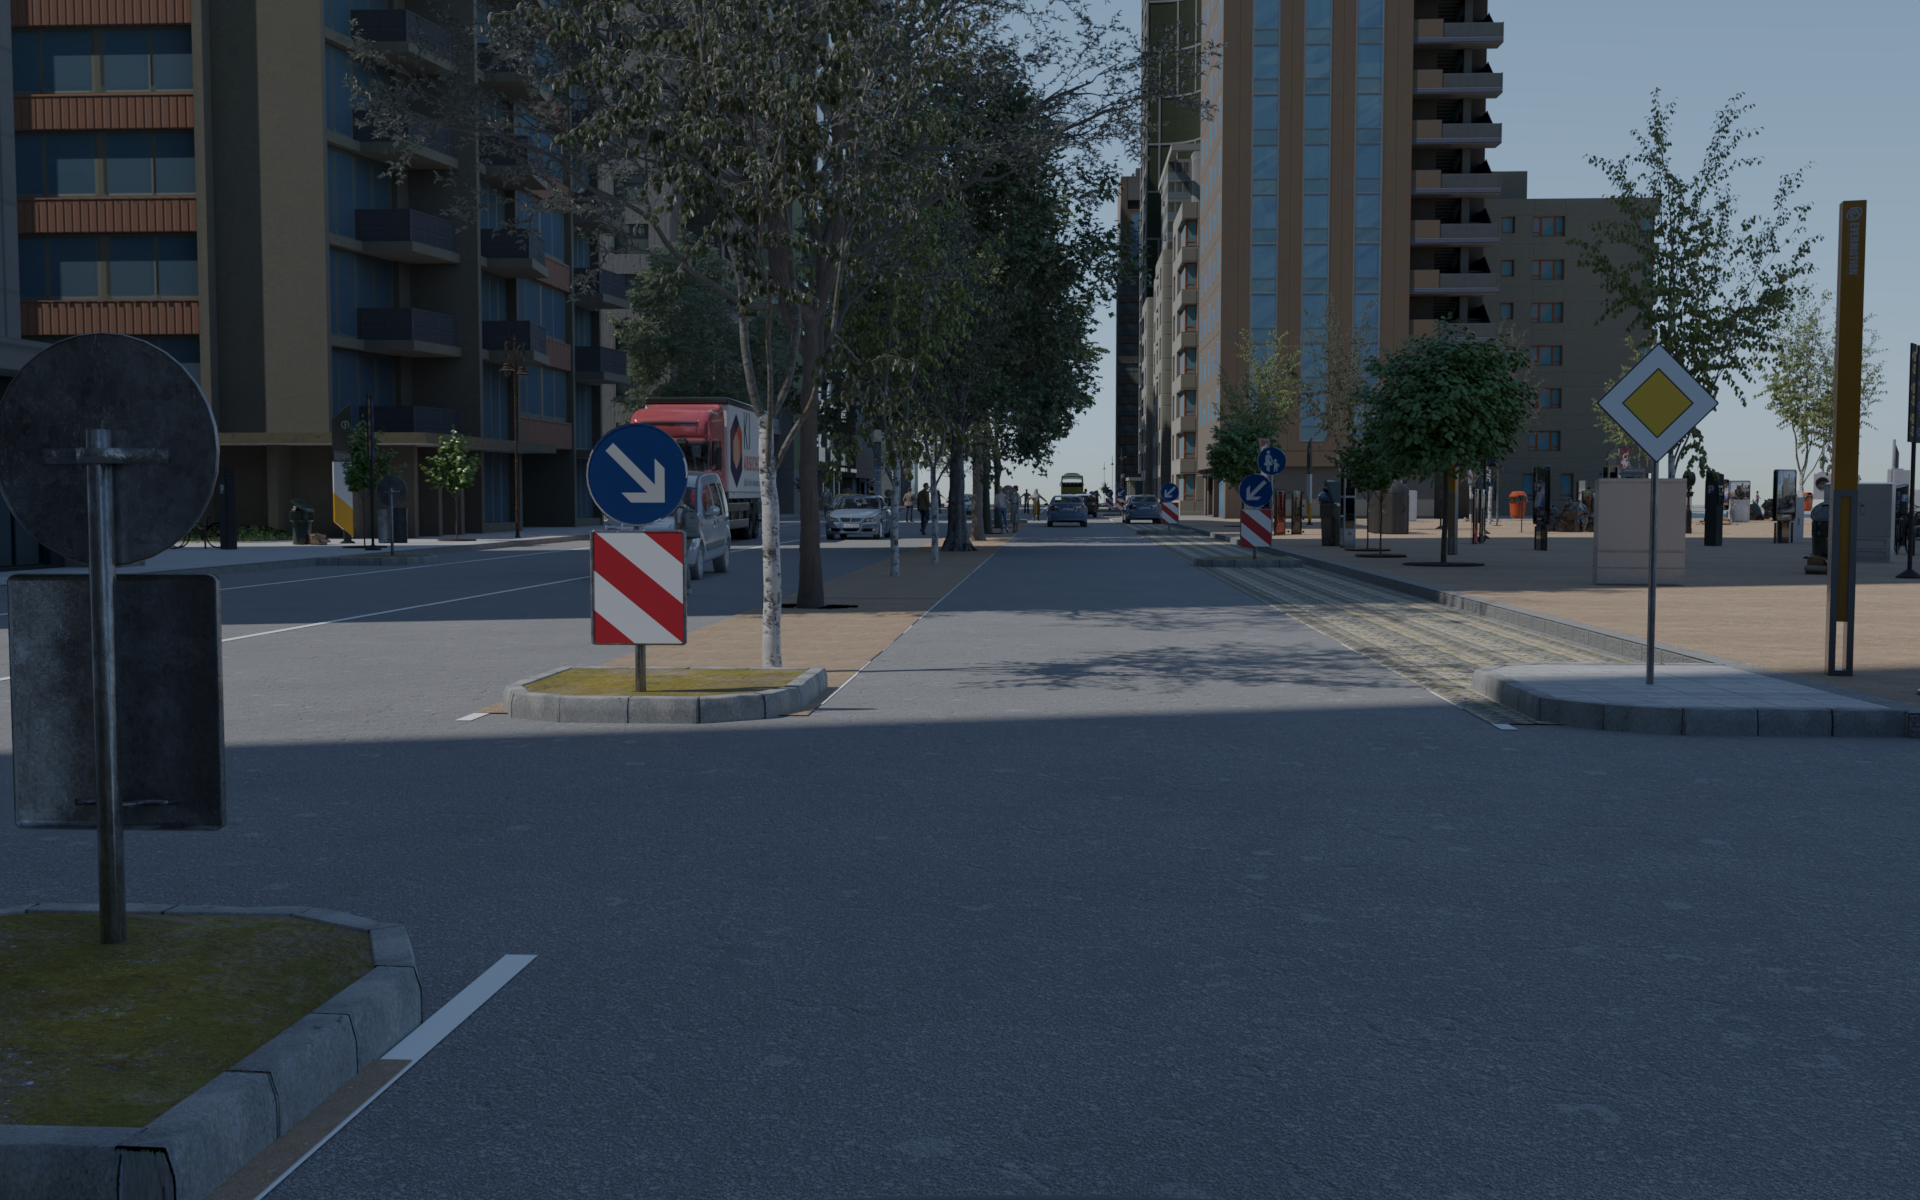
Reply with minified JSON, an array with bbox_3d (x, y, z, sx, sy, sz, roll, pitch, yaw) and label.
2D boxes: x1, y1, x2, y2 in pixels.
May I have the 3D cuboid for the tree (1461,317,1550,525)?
[{"bbox_3d":[22.493,-7.497,72.937,4.360,8.622,3.978,0,3,0],"label":"tree"}]

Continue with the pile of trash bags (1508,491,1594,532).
[{"bbox_3d":[20.154,-2.987,58.583,3.447,1.369,1.912,-1,4,-13],"label":"pile of trash bags"}]

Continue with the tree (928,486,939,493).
[{"bbox_3d":[-3.318,-14.044,224.228,1.663,3.219,1.824,0,3,0],"label":"tree"}]

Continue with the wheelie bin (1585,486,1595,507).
[{"bbox_3d":[24.421,-3.597,66.723,0.693,1.594,0.980,-2,4,-24],"label":"wheelie bin"}]

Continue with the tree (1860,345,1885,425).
[{"bbox_3d":[28.684,-6.621,58.618,4.737,8.622,4.395,0,3,0],"label":"tree"}]

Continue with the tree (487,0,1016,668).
[{"bbox_3d":[-1.492,-3.698,13.281,4.360,8.622,3.978,0,3,0],"label":"tree"}]

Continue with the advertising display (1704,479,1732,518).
[{"bbox_3d":[32.594,-4.242,74.578,0.974,1.923,0.123,2,4,31],"label":"advertising display"}]

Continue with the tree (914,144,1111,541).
[{"bbox_3d":[0.626,-8.044,52.105,7.486,12.596,7.792,0,3,0],"label":"tree"}]

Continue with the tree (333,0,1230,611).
[{"bbox_3d":[-1.896,-6.643,21.439,12.009,13.543,11.850,0,3,0],"label":"tree"}]

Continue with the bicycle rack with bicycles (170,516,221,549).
[{"bbox_3d":[-18.862,-1.632,40.066,2.925,0.926,2.852,1,4,12],"label":"bicycle rack with bicycles"}]

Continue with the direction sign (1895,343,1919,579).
[{"bbox_3d":[14.484,-2.099,26.316,0.379,3.537,0.876,3,4,39],"label":"direction sign"}]

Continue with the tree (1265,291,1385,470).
[{"bbox_3d":[13.680,-6.824,61.936,4.360,8.622,3.978,0,3,0],"label":"tree"}]

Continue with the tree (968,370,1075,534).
[{"bbox_3d":[1.500,-8.785,71.845,9.928,11.665,9.643,0,3,0],"label":"tree"}]

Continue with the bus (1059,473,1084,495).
[{"bbox_3d":[12.913,-12.739,199.833,2.896,3.916,12.252,0,4,3],"label":"bus"}]

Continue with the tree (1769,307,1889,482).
[{"bbox_3d":[34.060,-7.161,67.451,4.360,8.622,3.978,0,3,0],"label":"tree"}]

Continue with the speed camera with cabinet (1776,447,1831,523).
[{"bbox_3d":[35.743,-4.831,73.324,2.038,3.252,0.660,2,4,27],"label":"speed camera with cabinet"}]

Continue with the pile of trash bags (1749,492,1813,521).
[{"bbox_3d":[39.884,-4.537,83.932,3.447,1.369,1.912,-1,4,-17],"label":"pile of trash bags"}]

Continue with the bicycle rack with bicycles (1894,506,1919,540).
[{"bbox_3d":[29.228,-2.373,52.183,2.852,0.926,2.925,1,4,8],"label":"bicycle rack with bicycles"}]

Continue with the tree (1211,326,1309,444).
[{"bbox_3d":[13.127,-7.627,75.062,4.737,8.622,4.395,0,3,0],"label":"tree"}]

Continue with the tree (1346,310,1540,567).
[{"bbox_3d":[8.637,-2.897,31.078,4.285,4.588,4.351,0,3,0],"label":"tree"}]

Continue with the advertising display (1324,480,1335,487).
[{"bbox_3d":[17.050,-4.565,79.849,0.123,1.923,0.974,3,4,37],"label":"advertising display"}]

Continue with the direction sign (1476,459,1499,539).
[{"bbox_3d":[15.023,-3.523,49.598,0.379,3.537,0.876,-2,4,-29],"label":"direction sign"}]

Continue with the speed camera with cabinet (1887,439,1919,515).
[{"bbox_3d":[33.801,-4.131,61.875,0.660,3.252,2.038,1,4,8],"label":"speed camera with cabinet"}]

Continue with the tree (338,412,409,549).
[{"bbox_3d":[-14.216,-2.842,41.071,1.663,3.219,1.824,0,3,0],"label":"tree"}]

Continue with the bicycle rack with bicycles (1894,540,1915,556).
[{"bbox_3d":[19.768,-1.456,37.183,2.852,0.926,2.925,3,4,36],"label":"bicycle rack with bicycles"}]

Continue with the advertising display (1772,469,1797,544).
[{"bbox_3d":[21.458,-2.439,45.086,0.974,1.923,0.123,-3,4,-37],"label":"advertising display"}]

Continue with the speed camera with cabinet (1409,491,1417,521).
[{"bbox_3d":[20.841,-5.394,82.529,0.660,3.252,2.038,-2,4,-32],"label":"speed camera with cabinet"}]

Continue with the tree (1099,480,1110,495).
[{"bbox_3d":[20.341,-15.143,242.191,1.663,3.219,1.824,0,3,0],"label":"tree"}]

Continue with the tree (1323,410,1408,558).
[{"bbox_3d":[8.461,-2.488,35.286,1.663,3.219,1.824,0,3,0],"label":"tree"}]

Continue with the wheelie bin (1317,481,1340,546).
[{"bbox_3d":[9.259,-2.133,42.777,0.980,1.594,0.693,-1,4,-23],"label":"wheelie bin"}]

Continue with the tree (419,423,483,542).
[{"bbox_3d":[-13.874,-3.216,47.182,1.663,3.219,1.824,0,3,0],"label":"tree"}]

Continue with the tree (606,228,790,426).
[{"bbox_3d":[-12.262,-10.785,82.986,9.857,13.997,8.962,0,3,0],"label":"tree"}]

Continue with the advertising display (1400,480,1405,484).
[{"bbox_3d":[20.236,-4.527,79.225,0.123,1.923,0.974,0,4,6],"label":"advertising display"}]

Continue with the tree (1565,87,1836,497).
[{"bbox_3d":[13.473,-4.993,32.004,4.737,8.622,4.395,0,3,0],"label":"tree"}]

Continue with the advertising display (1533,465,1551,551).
[{"bbox_3d":[13.235,-2.092,39.421,0.123,1.923,0.974,0,4,3],"label":"advertising display"}]

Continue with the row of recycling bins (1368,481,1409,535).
[{"bbox_3d":[13.925,-3.024,56.552,1.069,1.692,3.534,0,4,5],"label":"row of recycling bins"}]

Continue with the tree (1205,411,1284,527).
[{"bbox_3d":[11.134,-5.170,68.251,4.285,4.588,4.351,0,3,0],"label":"tree"}]

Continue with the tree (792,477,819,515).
[{"bbox_3d":[-9.694,-6.961,108.419,1.663,3.219,1.824,0,3,0],"label":"tree"}]

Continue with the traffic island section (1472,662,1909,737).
[{"bbox_3d":[4.677,0.647,11.702,2.009,0.180,2.903,0,4,3],"label":"traffic island section"}]

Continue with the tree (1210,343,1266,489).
[{"bbox_3d":[14.168,-8.032,81.686,4.360,8.622,3.978,0,3,0],"label":"tree"}]

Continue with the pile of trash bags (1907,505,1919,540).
[{"bbox_3d":[28.174,-2.331,47.858,3.447,1.369,1.912,-1,4,-9],"label":"pile of trash bags"}]

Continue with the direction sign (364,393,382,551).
[{"bbox_3d":[-13.399,-2.901,39.429,0.379,3.537,0.876,-1,4,-10],"label":"direction sign"}]

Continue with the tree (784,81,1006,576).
[{"bbox_3d":[-1.159,-4.722,30.016,4.737,8.622,4.395,0,3,0],"label":"tree"}]

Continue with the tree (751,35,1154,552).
[{"bbox_3d":[-0.066,-7.546,42.841,9.611,12.733,9.660,0,3,0],"label":"tree"}]

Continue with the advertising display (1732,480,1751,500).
[{"bbox_3d":[36.888,-4.696,81.990,0.974,1.923,0.123,0,4,4],"label":"advertising display"}]

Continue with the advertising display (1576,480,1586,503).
[{"bbox_3d":[29.540,-4.721,82.403,0.123,1.923,0.974,3,5,39],"label":"advertising display"}]

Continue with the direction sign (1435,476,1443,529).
[{"bbox_3d":[17.618,-4.365,63.372,0.876,3.537,0.379,0,4,3],"label":"direction sign"}]
